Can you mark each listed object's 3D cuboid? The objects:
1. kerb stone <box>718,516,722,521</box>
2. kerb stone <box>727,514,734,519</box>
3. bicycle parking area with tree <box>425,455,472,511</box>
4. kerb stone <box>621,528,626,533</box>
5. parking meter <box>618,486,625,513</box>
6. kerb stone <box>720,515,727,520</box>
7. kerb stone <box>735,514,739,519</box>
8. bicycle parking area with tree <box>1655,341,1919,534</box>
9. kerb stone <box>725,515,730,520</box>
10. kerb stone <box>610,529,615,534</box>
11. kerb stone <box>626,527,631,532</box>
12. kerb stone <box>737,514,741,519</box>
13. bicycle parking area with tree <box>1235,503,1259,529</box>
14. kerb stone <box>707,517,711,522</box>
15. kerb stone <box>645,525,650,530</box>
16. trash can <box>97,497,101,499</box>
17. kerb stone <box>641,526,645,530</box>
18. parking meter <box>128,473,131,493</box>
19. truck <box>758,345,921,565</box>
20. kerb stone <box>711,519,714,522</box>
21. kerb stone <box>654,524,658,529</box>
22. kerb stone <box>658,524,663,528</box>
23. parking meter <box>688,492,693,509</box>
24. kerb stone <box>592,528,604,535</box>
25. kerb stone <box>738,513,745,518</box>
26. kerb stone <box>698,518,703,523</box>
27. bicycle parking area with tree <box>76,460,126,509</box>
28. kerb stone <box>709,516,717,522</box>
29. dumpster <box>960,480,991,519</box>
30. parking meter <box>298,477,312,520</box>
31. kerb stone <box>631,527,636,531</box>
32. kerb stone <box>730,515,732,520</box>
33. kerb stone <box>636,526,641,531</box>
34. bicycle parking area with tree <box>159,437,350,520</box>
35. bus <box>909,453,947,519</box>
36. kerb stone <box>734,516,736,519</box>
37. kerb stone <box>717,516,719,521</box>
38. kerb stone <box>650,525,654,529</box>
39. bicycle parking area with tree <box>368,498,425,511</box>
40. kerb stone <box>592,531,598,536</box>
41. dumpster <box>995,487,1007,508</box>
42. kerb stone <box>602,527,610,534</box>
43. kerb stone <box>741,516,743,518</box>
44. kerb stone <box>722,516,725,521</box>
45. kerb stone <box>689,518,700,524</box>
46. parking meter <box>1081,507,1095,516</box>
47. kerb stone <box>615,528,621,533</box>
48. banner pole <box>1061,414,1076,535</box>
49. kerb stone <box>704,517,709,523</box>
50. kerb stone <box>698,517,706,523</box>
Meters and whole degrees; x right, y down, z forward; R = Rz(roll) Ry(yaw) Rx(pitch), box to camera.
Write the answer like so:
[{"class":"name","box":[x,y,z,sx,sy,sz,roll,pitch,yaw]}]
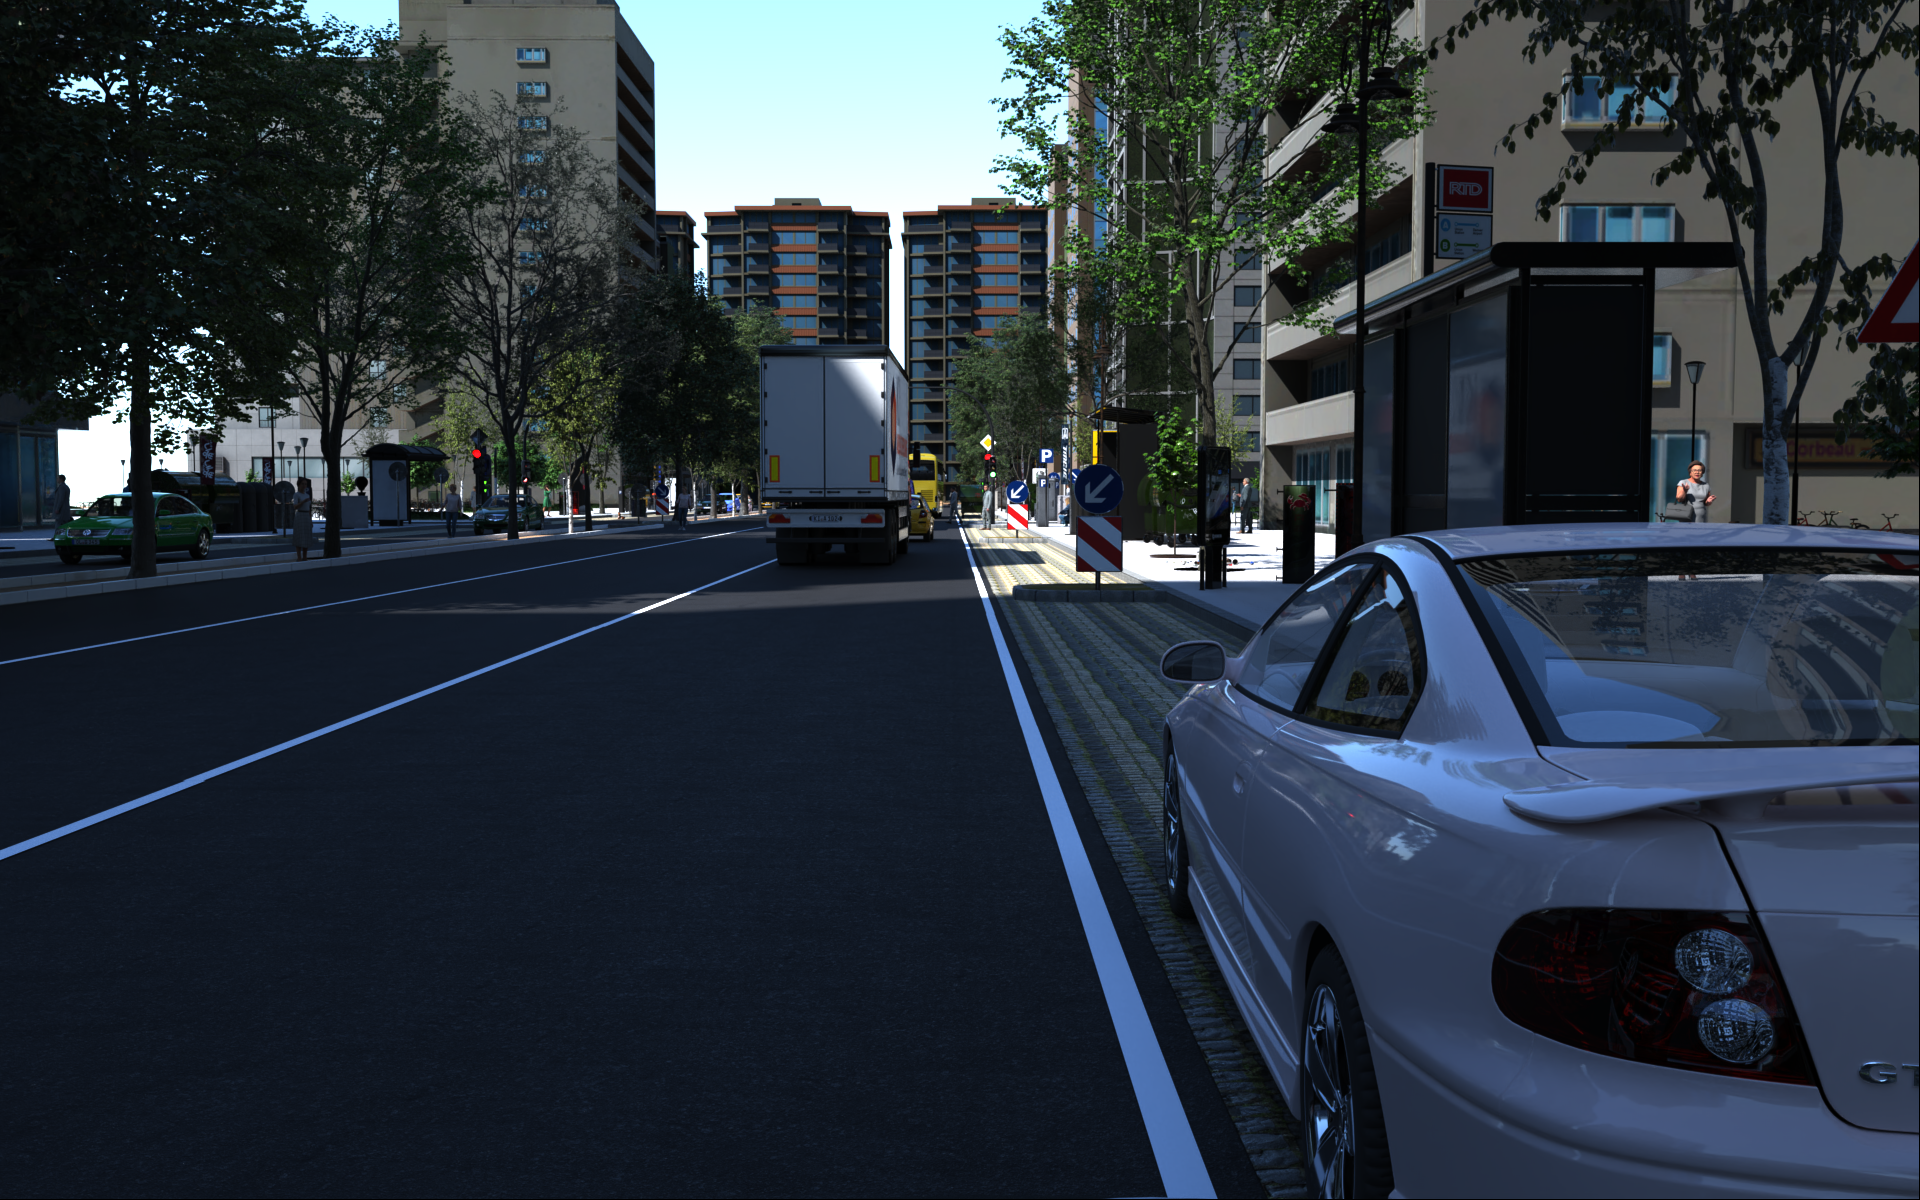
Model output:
[{"class":"kerb stone","box":[-12.858,-4.248,91.665,0.120,0.150,1.000,0,4,0]},{"class":"kerb stone","box":[-12.881,-4.562,96.790,0.120,0.150,1.000,0,4,0]},{"class":"bicycle parking area with tree","box":[-39.618,-8.671,128.768,8.231,4.147,9.016,3,5,42]},{"class":"kerb stone","box":[-12.679,-2.584,64.438,0.120,0.150,1.000,0,4,0]},{"class":"parking meter","box":[-23.225,-6.919,118.841,0.399,1.863,0.255,2,4,31]},{"class":"kerb stone","box":[-12.872,-4.371,93.715,0.120,0.150,1.000,0,4,0]},{"class":"kerb stone","box":[-12.896,-4.684,98.843,0.120,0.150,1.000,0,4,0]},{"class":"bicycle parking area with tree","box":[15.907,-2.930,34.907,9.016,4.147,8.231,1,4,16]},{"class":"kerb stone","box":[-12.867,-4.434,94.741,0.120,0.150,1.000,0,4,0]},{"class":"kerb stone","box":[-12.667,-2.459,62.394,0.120,0.150,1.000,0,4,0]},{"class":"kerb stone","box":[-12.687,-2.646,65.462,0.120,0.150,1.000,0,4,0]},{"class":"kerb stone","box":[-12.910,-4.750,99.865,0.120,0.150,1.000,0,4,0]},{"class":"bicycle parking area with tree","box":[14.619,-4.899,67.103,8.231,4.147,9.016,1,4,15]},{"class":"kerb stone","box":[-12.827,-3.998,87.563,0.120,0.150,1.000,0,4,0]},{"class":"kerb stone","box":[-12.719,-2.897,69.568,0.120,0.150,1.000,0,4,0]},{"class":"trash can","box":[-35.722,-3.719,72.460,0.748,1.137,0.748,0,3,0]},{"class":"kerb stone","box":[-12.707,-2.834,68.539,0.120,0.150,1.000,0,4,0]},{"class":"parking meter","box":[-22.428,-2.541,47.260,0.399,1.863,0.255,0,4,-7]},{"class":"truck","box":[-2.464,-3.012,38.167,2.839,4.237,11.283,0,4,1]},{"class":"kerb stone","box":[-12.826,-4.058,88.585,0.120,0.150,1.000,0,4,0]},{"class":"kerb stone","box":[-12.723,-3.023,71.626,0.120,0.150,1.000,0,4,0]},{"class":"kerb stone","box":[-12.724,-3.086,72.656,0.120,0.150,1.000,0,4,0]},{"class":"parking meter","box":[-22.741,-8.425,146.157,0.372,1.533,0.369,0,3,0]},{"class":"kerb stone","box":[-12.651,-2.334,60.349,0.120,0.150,1.000,0,4,0]},{"class":"kerb stone","box":[-12.915,-4.876,101.913,0.120,0.150,1.000,0,4,0]},{"class":"kerb stone","box":[-12.807,-3.810,84.488,0.120,0.150,1.000,0,4,0]},{"class":"bicycle parking area with tree","box":[-67.625,-9.580,143.627,8.231,4.147,9.016,3,5,45]},{"class":"kerb stone","box":[-12.839,-4.118,89.607,0.120,0.150,1.000,0,4,0]},{"class":"dumpster","box":[0.968,-5.883,101.145,1.985,2.255,1.502,0,4,0]},{"class":"parking meter","box":[-21.927,-3.200,58.023,0.255,1.863,0.399,3,5,44]},{"class":"kerb stone","box":[-12.693,-2.709,66.490,0.120,0.150,1.000,0,4,0]},{"class":"kerb stone","box":[-12.889,-4.500,95.768,0.120,0.150,1.000,0,4,0]},{"class":"kerb stone","box":[-12.702,-2.768,67.517,0.120,0.150,1.000,0,4,0]},{"class":"bicycle parking area with tree","box":[-35.874,-6.158,87.683,8.231,4.147,9.016,0,4,-3]},{"class":"bus","box":[-2.392,-6.884,104.102,2.896,3.916,12.252,0,4,1]},{"class":"kerb stone","box":[-12.894,-4.622,97.821,0.120,0.150,1.000,0,4,0]},{"class":"kerb stone","box":[-12.846,-4.181,90.642,0.120,0.150,1.000,0,4,0]},{"class":"kerb stone","box":[-12.720,-2.960,70.595,0.120,0.150,1.000,0,4,0]},{"class":"bicycle parking area with tree","box":[-36.615,-6.751,97.373,9.016,4.147,8.231,1,4,22]},{"class":"kerb stone","box":[-12.641,-2.271,59.322,0.120,0.150,1.000,0,4,0]},{"class":"dumpster","box":[3.278,-7.805,133.377,1.264,1.857,1.865,0,4,0]},{"class":"kerb stone","box":[-12.660,-2.396,61.371,0.120,0.150,1.000,0,4,0]},{"class":"kerb stone","box":[-12.907,-4.808,100.891,0.120,0.150,1.000,0,4,0]},{"class":"kerb stone","box":[-12.856,-4.306,92.689,0.120,0.150,1.000,0,4,0]},{"class":"kerb stone","box":[-12.793,-3.747,83.466,0.120,0.150,1.000,0,4,0]},{"class":"parking meter","box":[3.556,-2.424,48.040,0.372,1.533,0.369,0,3,0]},{"class":"kerb stone","box":[-12.666,-2.521,63.416,0.120,0.150,1.000,0,4,0]},{"class":"banner pole","box":[3.373,-3.938,54.405,0.401,3.779,0.863,-2,4,-26]},{"class":"kerb stone","box":[-12.819,-3.933,86.536,0.120,0.150,1.000,0,4,0]},{"class":"kerb stone","box":[-12.818,-3.869,85.514,0.120,0.150,1.000,0,4,0]}]
